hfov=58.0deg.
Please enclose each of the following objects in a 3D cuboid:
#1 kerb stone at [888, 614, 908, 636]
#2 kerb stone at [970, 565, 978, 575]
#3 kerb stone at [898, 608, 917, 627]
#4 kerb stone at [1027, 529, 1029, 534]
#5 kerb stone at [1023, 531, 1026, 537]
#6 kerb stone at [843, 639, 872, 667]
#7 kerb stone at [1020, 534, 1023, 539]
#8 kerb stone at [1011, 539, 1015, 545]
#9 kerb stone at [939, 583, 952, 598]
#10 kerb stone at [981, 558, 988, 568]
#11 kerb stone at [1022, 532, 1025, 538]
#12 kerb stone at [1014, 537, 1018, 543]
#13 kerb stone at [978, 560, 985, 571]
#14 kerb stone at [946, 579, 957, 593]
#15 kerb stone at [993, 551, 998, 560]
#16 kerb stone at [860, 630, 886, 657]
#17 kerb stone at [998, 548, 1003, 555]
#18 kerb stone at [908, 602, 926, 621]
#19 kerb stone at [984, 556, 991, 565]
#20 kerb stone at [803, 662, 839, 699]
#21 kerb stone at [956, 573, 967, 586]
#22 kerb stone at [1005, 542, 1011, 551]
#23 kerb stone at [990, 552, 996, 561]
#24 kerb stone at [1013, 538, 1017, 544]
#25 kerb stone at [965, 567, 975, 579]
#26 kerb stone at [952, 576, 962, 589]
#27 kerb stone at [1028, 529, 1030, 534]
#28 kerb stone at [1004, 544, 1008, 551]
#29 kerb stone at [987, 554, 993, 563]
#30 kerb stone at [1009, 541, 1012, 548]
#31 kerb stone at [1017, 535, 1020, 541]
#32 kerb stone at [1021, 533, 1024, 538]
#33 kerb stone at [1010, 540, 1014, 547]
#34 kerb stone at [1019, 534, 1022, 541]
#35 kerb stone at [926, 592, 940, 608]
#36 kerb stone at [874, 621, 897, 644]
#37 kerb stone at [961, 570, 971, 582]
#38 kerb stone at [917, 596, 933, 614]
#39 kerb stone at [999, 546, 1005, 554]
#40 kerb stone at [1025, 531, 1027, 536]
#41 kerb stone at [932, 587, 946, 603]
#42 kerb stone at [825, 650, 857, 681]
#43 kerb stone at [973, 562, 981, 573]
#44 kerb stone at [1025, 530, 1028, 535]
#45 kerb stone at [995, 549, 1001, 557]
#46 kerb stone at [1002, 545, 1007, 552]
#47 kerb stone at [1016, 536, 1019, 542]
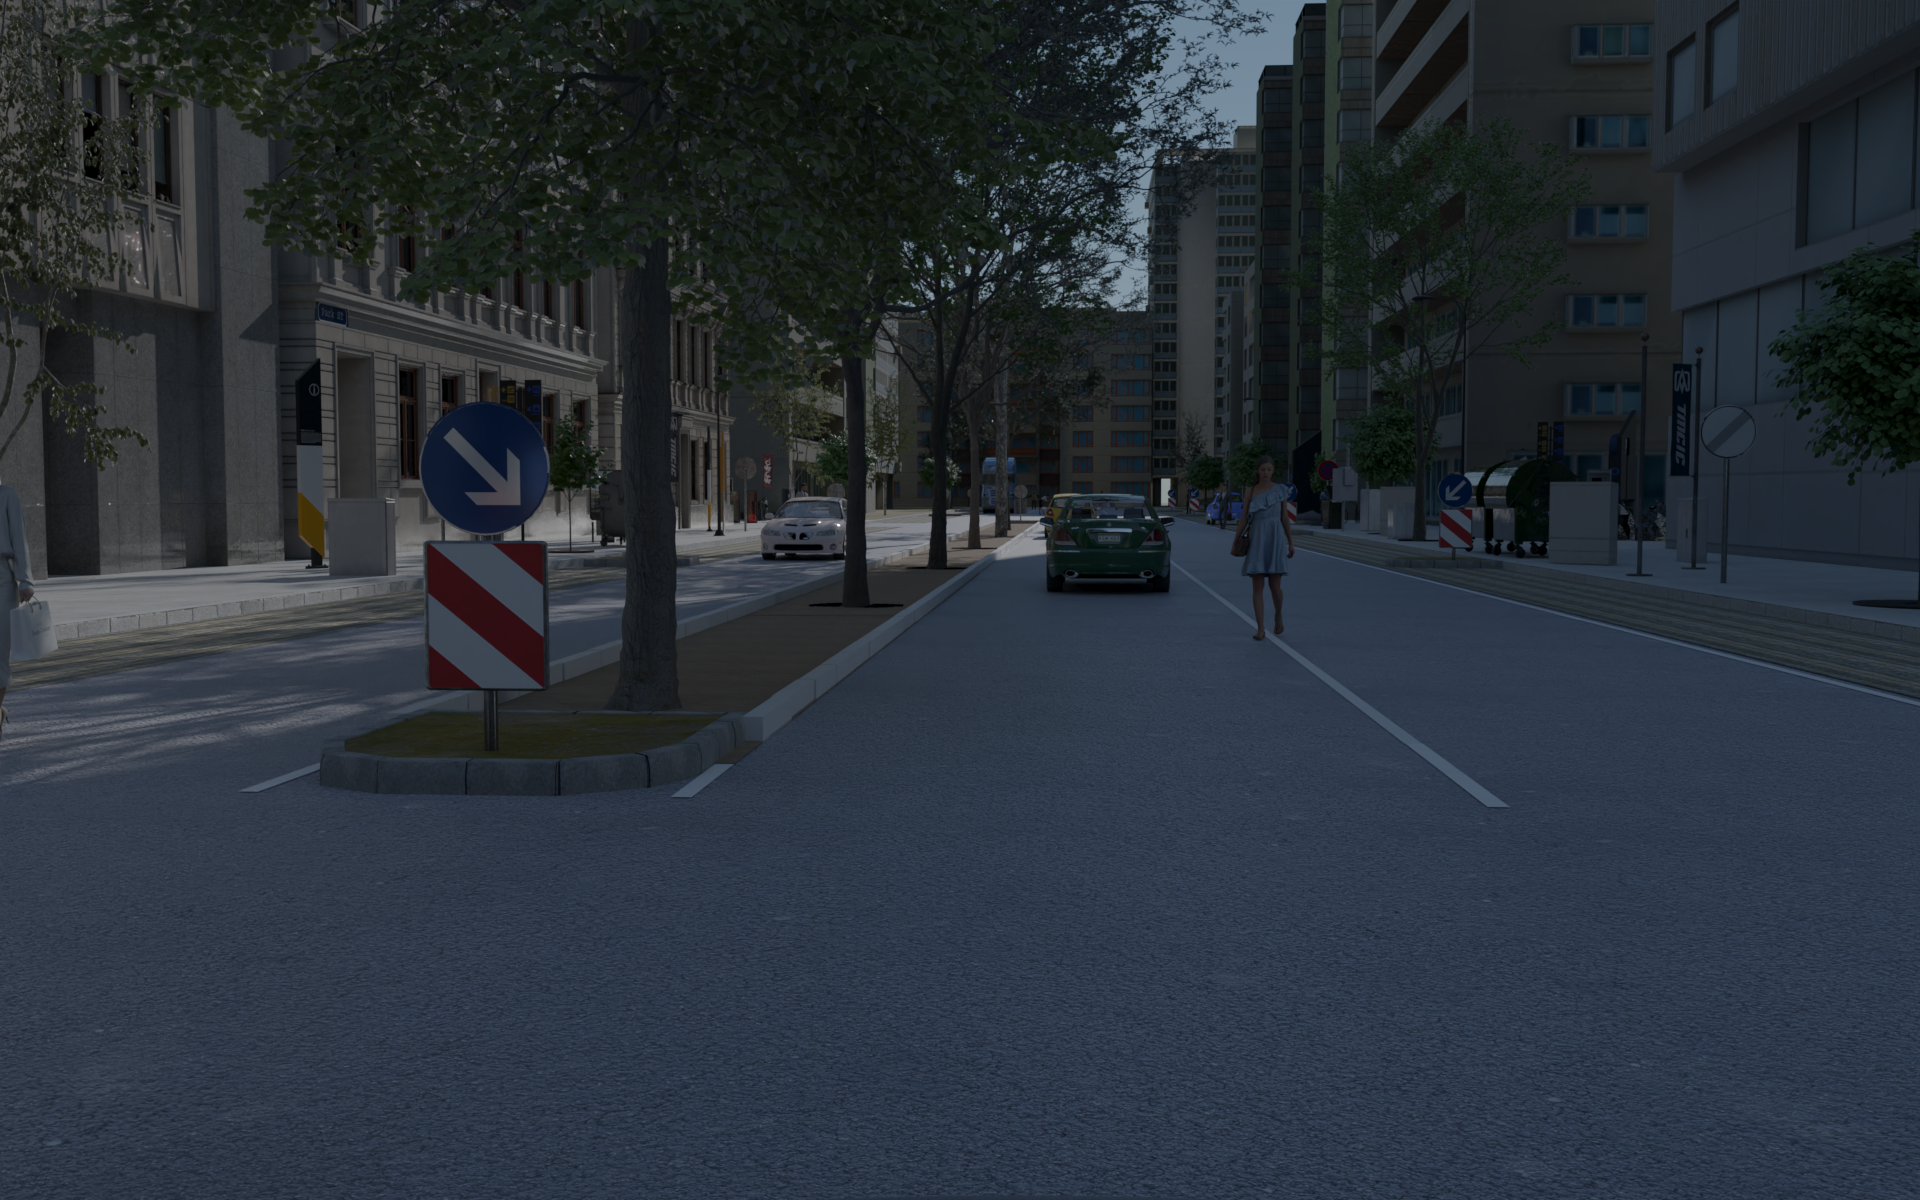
[{"bbox_3d":[-0.670,0.280,17.636,0.120,0.150,1.000,0,4,4],"label":"kerb stone"},{"bbox_3d":[0.184,-0.471,29.915,0.120,0.150,1.000,0,4,4],"label":"kerb stone"},{"bbox_3d":[-0.603,0.216,18.660,0.120,0.150,1.000,0,4,4],"label":"kerb stone"},{"bbox_3d":[2.184,-2.227,58.601,0.120,0.150,1.000,0,4,4],"label":"kerb stone"},{"bbox_3d":[1.971,-2.038,55.513,0.120,0.150,1.000,0,4,4],"label":"kerb stone"},{"bbox_3d":[-0.885,0.466,14.572,0.120,0.150,1.000,0,4,4],"label":"kerb stone"},{"bbox_3d":[1.757,-1.850,52.449,0.120,0.150,1.000,0,4,4],"label":"kerb stone"},{"bbox_3d":[1.327,-1.475,46.305,0.120,0.150,1.000,0,4,4],"label":"kerb stone"},{"bbox_3d":[-0.246,-0.095,23.774,0.120,0.150,1.000,0,4,4],"label":"kerb stone"},{"bbox_3d":[0.393,-0.658,32.975,0.120,0.150,1.000,0,4,4],"label":"kerb stone"},{"bbox_3d":[1.902,-1.975,54.489,0.120,0.150,1.000,0,4,4],"label":"kerb stone"},{"bbox_3d":[1.471,-1.601,48.365,0.120,0.150,1.000,0,4,4],"label":"kerb stone"},{"bbox_3d":[0.329,-0.597,31.954,0.120,0.150,1.000,0,4,4],"label":"kerb stone"},{"bbox_3d":[-0.171,-0.158,24.794,0.120,0.150,1.000,0,4,4],"label":"kerb stone"},{"bbox_3d":[0.681,-0.911,37.092,0.120,0.150,1.000,0,4,4],"label":"kerb stone"},{"bbox_3d":[-0.809,0.404,15.592,0.120,0.150,1.000,0,4,4],"label":"kerb stone"},{"bbox_3d":[0.823,-1.032,39.142,0.120,0.150,1.000,0,4,4],"label":"kerb stone"},{"bbox_3d":[-0.525,0.154,19.683,0.120,0.150,1.000,0,4,4],"label":"kerb stone"},{"bbox_3d":[0.468,-0.722,33.998,0.120,0.150,1.000,0,4,4],"label":"kerb stone"},{"bbox_3d":[-1.024,0.593,12.526,0.120,0.150,1.000,0,4,4],"label":"kerb stone"},{"bbox_3d":[-0.027,-0.284,26.834,0.120,0.150,1.000,0,4,4],"label":"kerb stone"},{"bbox_3d":[1.119,-1.286,43.226,0.120,0.150,1.000,0,4,4],"label":"kerb stone"},{"bbox_3d":[0.610,-0.848,36.058,0.120,0.150,1.000,0,4,4],"label":"kerb stone"},{"bbox_3d":[1.406,-1.526,47.333,0.120,0.150,1.000,0,4,4],"label":"kerb stone"},{"bbox_3d":[0.115,-0.409,28.885,0.120,0.150,1.000,0,4,4],"label":"kerb stone"},{"bbox_3d":[-0.103,-0.221,25.814,0.120,0.150,1.000,0,4,4],"label":"kerb stone"},{"bbox_3d":[2.252,-2.287,59.627,0.120,0.150,1.000,0,4,4],"label":"kerb stone"},{"bbox_3d":[1.037,-1.224,42.204,0.120,0.150,1.000,0,4,4],"label":"kerb stone"},{"bbox_3d":[0.533,-0.780,35.028,0.120,0.150,1.000,0,4,4],"label":"kerb stone"},{"bbox_3d":[1.191,-1.349,44.246,0.120,0.150,1.000,0,4,4],"label":"kerb stone"},{"bbox_3d":[1.609,-1.718,50.410,0.120,0.150,1.000,0,4,4],"label":"kerb stone"},{"bbox_3d":[1.824,-1.913,53.469,0.120,0.150,1.000,0,4,4],"label":"kerb stone"},{"bbox_3d":[1.256,-1.411,45.269,0.120,0.150,1.000,0,4,4],"label":"kerb stone"},{"bbox_3d":[1.682,-1.786,51.429,0.120,0.150,1.000,0,4,4],"label":"kerb stone"},{"bbox_3d":[-0.384,0.030,21.723,0.120,0.150,1.000,0,4,4],"label":"kerb stone"},{"bbox_3d":[-0.740,0.341,16.616,0.120,0.150,1.000,0,4,4],"label":"kerb stone"},{"bbox_3d":[0.042,-0.344,27.854,0.120,0.150,1.000,0,4,4],"label":"kerb stone"},{"bbox_3d":[-0.454,0.091,20.702,0.120,0.150,1.000,0,4,4],"label":"kerb stone"},{"bbox_3d":[0.904,-1.098,40.163,0.120,0.150,1.000,0,4,4],"label":"kerb stone"},{"bbox_3d":[2.043,-2.101,56.540,0.120,0.150,1.000,0,4,4],"label":"kerb stone"},{"bbox_3d":[-0.311,-0.033,22.742,0.120,0.150,1.000,0,4,4],"label":"kerb stone"},{"bbox_3d":[-0.953,0.529,13.552,0.120,0.150,1.000,0,4,4],"label":"kerb stone"},{"bbox_3d":[0.249,-0.535,30.935,0.120,0.150,1.000,0,4,4],"label":"kerb stone"},{"bbox_3d":[2.114,-2.163,57.572,0.120,0.150,1.000,0,4,4],"label":"kerb stone"},{"bbox_3d":[0.755,-0.973,38.111,0.120,0.150,1.000,0,4,4],"label":"kerb stone"},{"bbox_3d":[0.971,-1.161,41.183,0.120,0.150,1.000,0,4,4],"label":"kerb stone"},{"bbox_3d":[1.540,-1.663,49.390,0.120,0.150,1.000,0,4,4],"label":"kerb stone"}]
